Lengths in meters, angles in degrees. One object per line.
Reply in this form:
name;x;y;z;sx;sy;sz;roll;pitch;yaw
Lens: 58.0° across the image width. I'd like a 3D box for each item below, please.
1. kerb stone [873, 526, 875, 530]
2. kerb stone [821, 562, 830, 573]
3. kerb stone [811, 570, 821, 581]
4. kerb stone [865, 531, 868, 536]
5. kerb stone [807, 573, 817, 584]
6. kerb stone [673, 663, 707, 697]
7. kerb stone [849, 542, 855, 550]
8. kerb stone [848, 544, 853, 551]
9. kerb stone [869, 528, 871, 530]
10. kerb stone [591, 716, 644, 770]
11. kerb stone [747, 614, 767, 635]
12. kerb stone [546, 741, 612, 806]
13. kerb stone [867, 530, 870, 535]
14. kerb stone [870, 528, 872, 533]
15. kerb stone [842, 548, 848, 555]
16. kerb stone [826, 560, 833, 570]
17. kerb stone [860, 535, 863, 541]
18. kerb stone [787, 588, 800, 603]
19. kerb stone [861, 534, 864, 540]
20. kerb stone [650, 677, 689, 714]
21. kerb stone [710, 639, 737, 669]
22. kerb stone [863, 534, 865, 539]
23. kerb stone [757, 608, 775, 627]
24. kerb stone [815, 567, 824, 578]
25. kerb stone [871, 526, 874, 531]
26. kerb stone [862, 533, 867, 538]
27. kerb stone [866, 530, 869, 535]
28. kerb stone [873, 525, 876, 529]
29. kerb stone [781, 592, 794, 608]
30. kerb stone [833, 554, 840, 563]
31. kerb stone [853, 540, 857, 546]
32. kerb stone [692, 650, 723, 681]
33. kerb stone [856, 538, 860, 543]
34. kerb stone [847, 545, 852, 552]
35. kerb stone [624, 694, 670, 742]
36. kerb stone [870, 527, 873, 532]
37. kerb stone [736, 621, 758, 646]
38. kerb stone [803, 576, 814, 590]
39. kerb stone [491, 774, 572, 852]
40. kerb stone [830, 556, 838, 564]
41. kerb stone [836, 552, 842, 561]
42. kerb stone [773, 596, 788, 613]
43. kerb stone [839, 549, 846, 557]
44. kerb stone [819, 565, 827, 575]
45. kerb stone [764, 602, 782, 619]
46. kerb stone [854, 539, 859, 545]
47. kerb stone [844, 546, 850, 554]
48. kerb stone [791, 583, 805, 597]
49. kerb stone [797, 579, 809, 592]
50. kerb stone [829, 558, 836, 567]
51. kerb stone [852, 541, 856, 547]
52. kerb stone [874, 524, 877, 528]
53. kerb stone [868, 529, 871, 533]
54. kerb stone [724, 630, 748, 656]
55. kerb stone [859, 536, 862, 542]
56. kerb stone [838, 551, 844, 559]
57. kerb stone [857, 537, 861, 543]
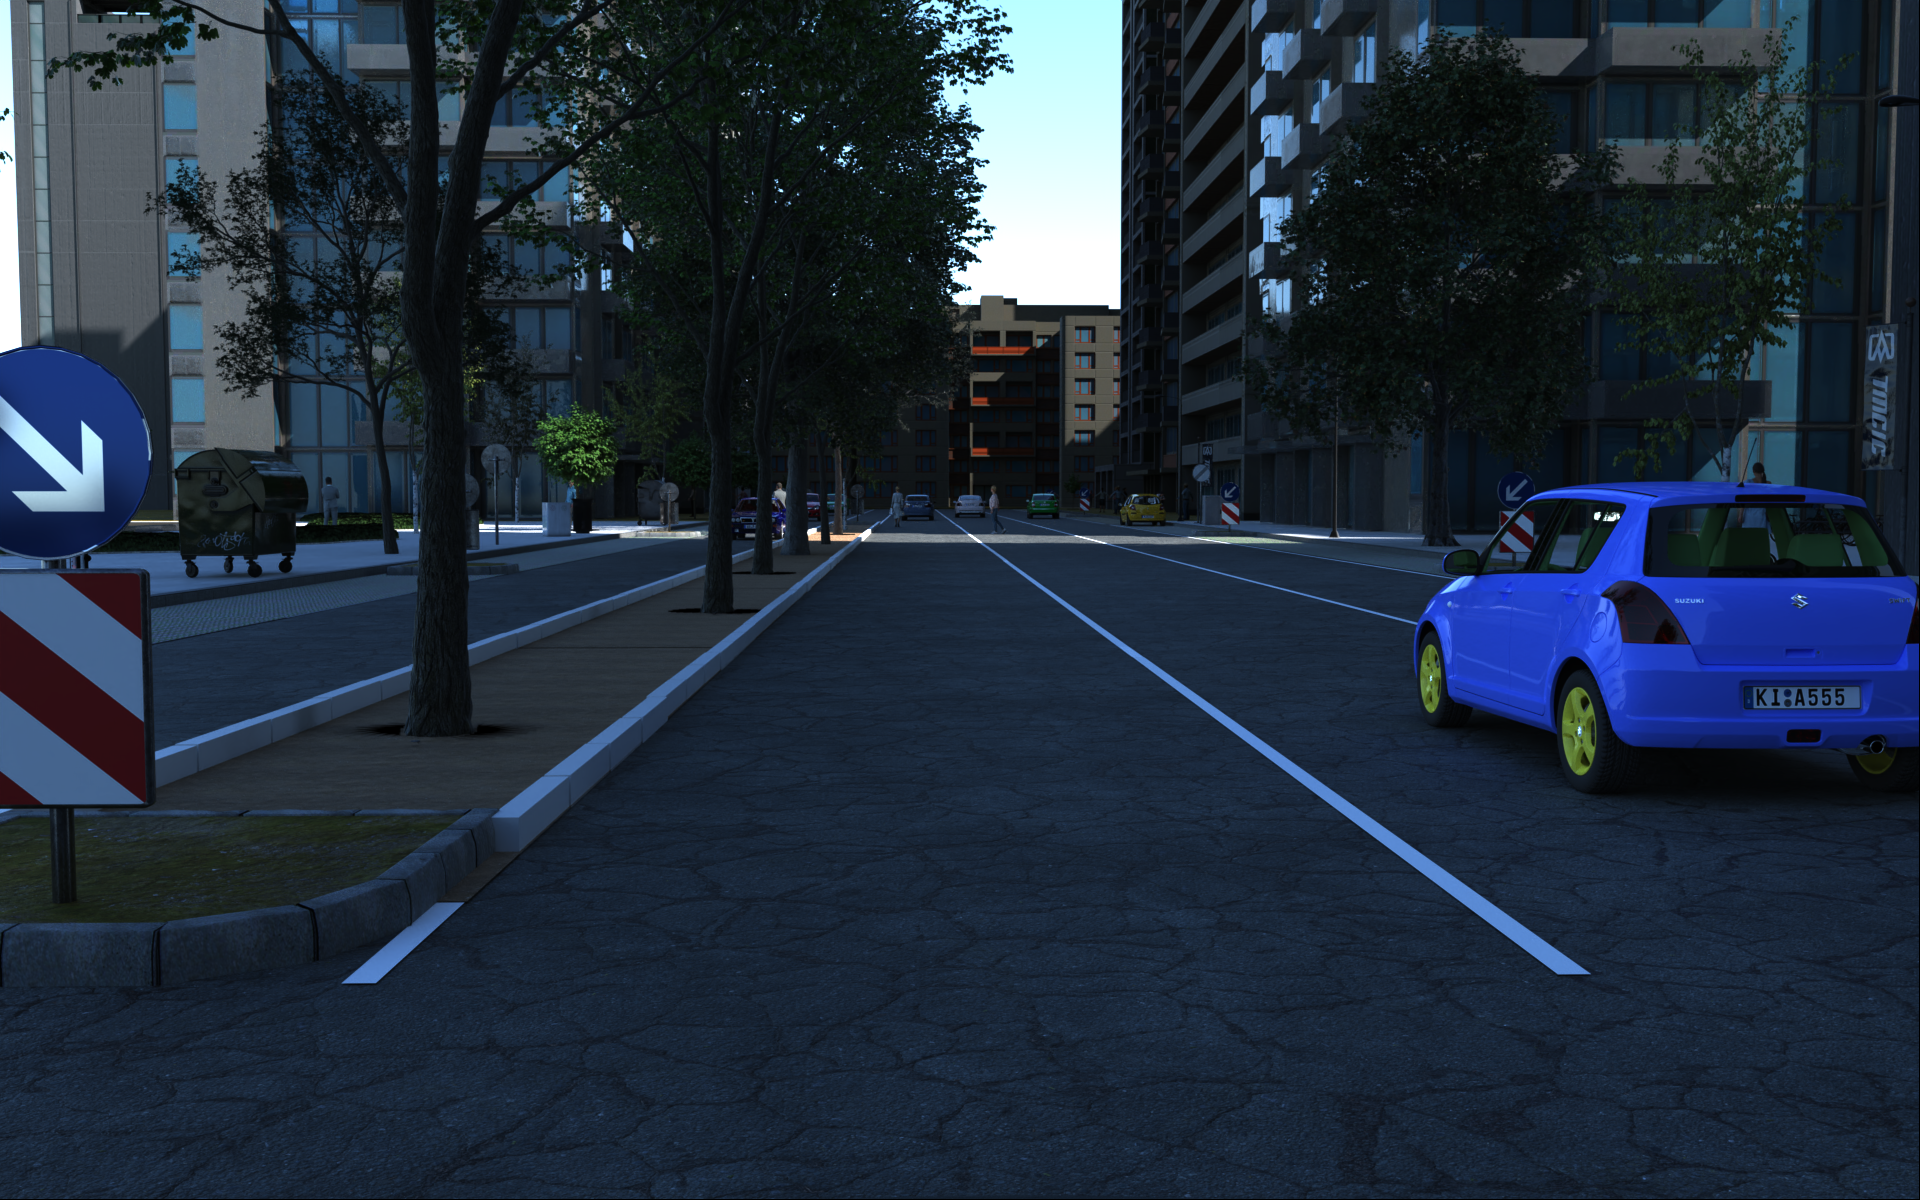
kerb stone;-3.348;-2.606;64.800;0.120;0.150;1.000;0;4;-2
kerb stone;-2.448;-0.536;30.958;0.120;0.150;1.000;0;4;-2
kerb stone;-2.372;-0.345;27.873;0.120;0.150;1.000;0;4;-2
kerb stone;-3.104;-2.037;55.579;0.120;0.150;1.000;0;4;-2
kerb stone;-2.342;-0.281;26.852;0.120;0.150;1.000;0;4;-2
kerb stone;-1.966;0.594;12.497;0.120;0.150;1.000;0;4;-2
kerb stone;-2.772;-1.288;43.267;0.120;0.150;1.000;0;4;-2
kerb stone;-2.749;-1.223;42.240;0.120;0.150;1.000;0;4;-2
kerb stone;-3.212;-2.292;59.671;0.120;0.150;1.000;0;4;-2
kerb stone;-1.875;0.782;9.431;0.120;0.150;1.000;0;4;-2
kerb stone;-2.098;0.279;17.626;0.120;0.150;1.000;0;4;-2
kerb stone;-1.851;0.843;8.407;0.120;0.150;1.000;0;4;-2
kerb stone;-3.156;-2.167;57.627;0.120;0.150;1.000;0;4;-2
kerb stone;-3.238;-2.355;60.693;0.120;0.150;1.000;0;4;-2
kerb stone;-2.675;-1.037;39.156;0.120;0.150;1.000;0;4;-2
kerb stone;-2.479;-0.598;31.979;0.120;0.150;1.000;0;4;-2
kerb stone;-2.970;-1.726;50.447;0.120;0.150;1.000;0;4;-2
kerb stone;-2.231;-0.024;22.747;0.120;0.150;1.000;0;4;-2
kerb stone;-2.999;-1.791;51.470;0.120;0.150;1.000;0;4;-2
kerb stone;-1.941;0.656;11.475;0.120;0.150;1.000;0;4;-2
kerb stone;-2.010;0.468;14.546;0.120;0.150;1.000;0;4;-2
kerb stone;-3.021;-1.844;52.503;0.120;0.150;1.000;0;4;-2
kerb stone;-2.124;0.217;18.648;0.120;0.150;1.000;0;4;-2
kerb stone;-2.397;-0.409;28.895;0.120;0.150;1.000;0;4;-2
kerb stone;-3.325;-2.541;63.773;0.120;0.150;1.000;0;4;-2
kerb stone;-3.042;-1.916;53.524;0.120;0.150;1.000;0;4;-2
kerb stone;-3.130;-2.105;56.605;0.120;0.150;1.000;0;4;-2
kerb stone;-3.371;-2.669;65.827;0.120;0.150;1.000;0;4;-2
kerb stone;-2.204;0.030;21.720;0.120;0.150;1.000;0;4;-2
kerb stone;-2.567;-0.786;35.054;0.120;0.150;1.000;0;4;-2
kerb stone;-2.830;-1.411;45.318;0.120;0.150;1.000;0;4;-2
kerb stone;-1.990;0.530;13.524;0.120;0.150;1.000;0;4;-2
kerb stone;-2.888;-1.540;47.367;0.120;0.150;1.000;0;4;-2
kerb stone;-2.719;-1.163;41.212;0.120;0.150;1.000;0;4;-2
kerb stone;-1.896;0.718;10.453;0.120;0.150;1.000;0;4;-2
kerb stone;-3.266;-2.414;61.715;0.120;0.150;1.000;0;4;-2
kerb stone;-2.065;0.342;16.604;0.120;0.150;1.000;0;4;-2
kerb stone;-2.303;-0.220;25.826;0.120;0.150;1.000;0;4;-2
kerb stone;-1.826;0.908;7.385;0.120;0.150;1.000;0;4;-2
kerb stone;-2.528;-0.717;34.033;0.120;0.150;1.000;0;4;-2
kerb stone;-2.587;-0.849;36.082;0.120;0.150;1.000;0;4;-2
kerb stone;-2.177;0.092;20.698;0.120;0.150;1.000;0;4;-2
kerb stone;-2.640;-0.975;38.134;0.120;0.150;1.000;0;4;-2
kerb stone;-2.421;-0.473;29.928;0.120;0.150;1.000;0;4;-2
kerb stone;-2.154;0.154;19.675;0.120;0.150;1.000;0;4;-2
kerb stone;-2.854;-1.477;46.345;0.120;0.150;1.000;0;4;-2
kerb stone;-2.700;-1.096;40.185;0.120;0.150;1.000;0;4;-2
kerb stone;-2.255;-0.097;23.778;0.120;0.150;1.000;0;4;-2
kerb stone;-2.289;-0.160;24.804;0.120;0.150;1.000;0;4;-2
kerb stone;-2.495;-0.658;33.002;0.120;0.150;1.000;0;4;-2
kerb stone;-2.798;-1.349;44.291;0.120;0.150;1.000;0;4;-2
kerb stone;-3.434;-2.794;67.872;0.120;0.150;1.000;0;4;-2
kerb stone;-3.185;-2.230;58.649;0.120;0.150;1.000;0;4;-2
kerb stone;-2.038;0.405;15.572;0.120;0.150;1.000;0;4;-2
kerb stone;-2.943;-1.665;49.425;0.120;0.150;1.000;0;4;-2
kerb stone;-2.616;-0.912;37.104;0.120;0.150;1.000;0;4;-2
kerb stone;-2.916;-1.603;48.403;0.120;0.150;1.000;0;4;-2
